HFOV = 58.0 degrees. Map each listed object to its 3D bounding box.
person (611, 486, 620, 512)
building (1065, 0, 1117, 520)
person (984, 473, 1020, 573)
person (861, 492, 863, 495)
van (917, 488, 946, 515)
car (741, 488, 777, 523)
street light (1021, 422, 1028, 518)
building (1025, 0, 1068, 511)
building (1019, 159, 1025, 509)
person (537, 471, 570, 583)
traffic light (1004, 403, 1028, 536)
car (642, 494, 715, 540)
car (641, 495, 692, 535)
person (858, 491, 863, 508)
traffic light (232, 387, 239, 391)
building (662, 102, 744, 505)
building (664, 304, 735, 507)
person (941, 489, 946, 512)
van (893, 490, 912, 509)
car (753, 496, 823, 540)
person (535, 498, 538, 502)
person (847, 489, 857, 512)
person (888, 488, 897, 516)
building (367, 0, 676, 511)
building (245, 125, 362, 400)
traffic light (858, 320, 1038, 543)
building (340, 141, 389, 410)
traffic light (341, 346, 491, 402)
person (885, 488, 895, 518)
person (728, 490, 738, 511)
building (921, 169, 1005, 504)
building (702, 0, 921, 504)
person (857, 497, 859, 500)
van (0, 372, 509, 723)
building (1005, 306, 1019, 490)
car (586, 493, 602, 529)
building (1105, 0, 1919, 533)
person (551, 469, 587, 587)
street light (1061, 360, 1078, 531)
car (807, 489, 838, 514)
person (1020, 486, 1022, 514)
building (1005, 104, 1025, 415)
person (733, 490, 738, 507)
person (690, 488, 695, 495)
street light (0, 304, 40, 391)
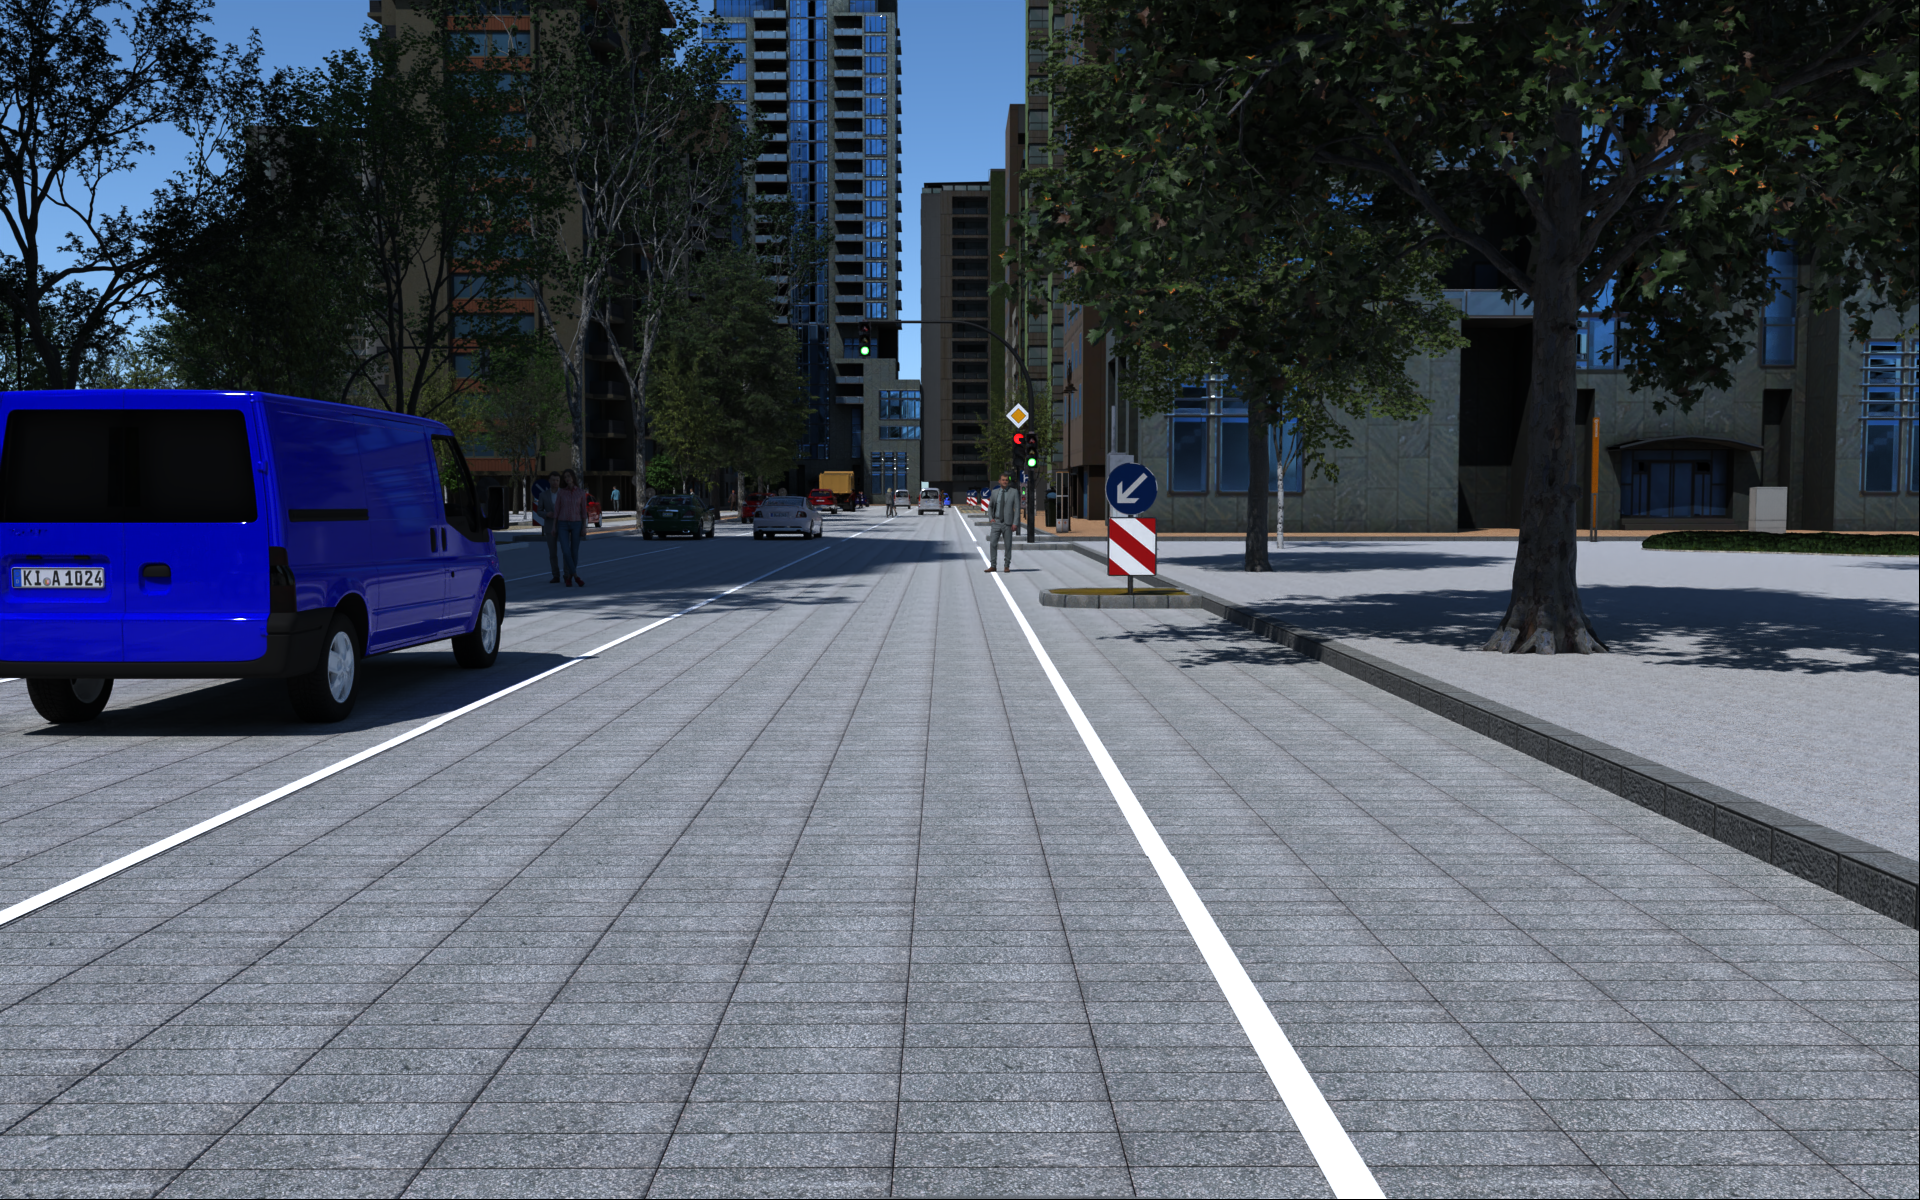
[{"bbox_3d":[-24.233,-7.093,121.867,0.638,1.841,0.748,-1,4,-11],"label":"person"},{"bbox_3d":[12.806,-26.911,90.106,14.600,45.320,14.200,0,4,0],"label":"building"},{"bbox_3d":[0.783,-1.414,31.711,0.635,1.810,0.391,1,4,11],"label":"person"},{"bbox_3d":[-11.418,-11.727,201.173,0.436,1.711,0.756,2,4,24],"label":"person"},{"bbox_3d":[-1.996,-6.855,119.091,2.013,2.044,4.112,0,4,1],"label":"van"},{"bbox_3d":[-9.741,-4.703,85.929,2.155,1.783,4.494,0,4,1],"label":"car"},{"bbox_3d":[3.508,-7.398,93.750,0.468,5.910,1.993,0,4,0],"label":"street light"},{"bbox_3d":[12.114,-27.781,137.821,14.154,41.232,14.086,0,4,0],"label":"building"},{"bbox_3d":[12.094,-23.273,152.220,14.160,30.474,14.107,0,4,0],"label":"building"},{"bbox_3d":[-6.483,-1.170,27.825,0.606,1.804,0.583,-1,4,-15],"label":"person"},{"bbox_3d":[1.782,-3.949,53.486,0.839,4.253,0.868,0,4,0],"label":"traffic light"},{"bbox_3d":[-8.992,-2.671,55.461,2.131,1.459,4.920,0,4,-1],"label":"car"},{"bbox_3d":[-10.198,-3.040,61.703,2.014,1.417,4.499,0,4,1],"label":"car"},{"bbox_3d":[-10.181,-10.227,176.628,0.530,1.710,0.541,0,4,1],"label":"person"},{"bbox_3d":[-18.921,-3.451,45.338,0.839,4.253,0.868,0,4,0],"label":"traffic light"},{"bbox_3d":[-32.140,-33.312,194.761,14.200,45.320,14.600,0,4,0],"label":"building"},{"bbox_3d":[-38.111,-20.036,172.620,27.650,21.520,28.899,0,4,0],"label":"building"},{"bbox_3d":[-1.417,-8.105,141.116,0.705,1.812,1.348,1,4,17],"label":"person"},{"bbox_3d":[-5.591,-9.786,167.009,2.013,2.044,4.112,0,4,-2],"label":"van"},{"bbox_3d":[-5.511,-2.649,55.672,2.083,1.381,4.827,0,4,1],"label":"car"},{"bbox_3d":[-24.323,-5.704,99.650,0.444,1.785,0.601,1,4,10],"label":"person"},{"bbox_3d":[-8.552,-7.940,138.286,0.705,1.831,1.348,2,4,32],"label":"person"},{"bbox_3d":[-4.485,-6.488,114.603,0.654,1.822,0.581,2,4,33],"label":"person"},{"bbox_3d":[-35.459,-29.843,142.559,22.147,44.769,28.867,0,4,0],"label":"building"},{"bbox_3d":[-70.428,-31.292,195.218,14.086,41.232,14.154,0,4,0],"label":"building"},{"bbox_3d":[-0.252,-4.323,45.345,4.771,5.953,1.251,0,4,0],"label":"traffic light"},{"bbox_3d":[-51.170,-30.194,185.557,23.993,40.220,32.217,0,4,0],"label":"building"},{"bbox_3d":[-16.887,-4.814,53.373,4.771,5.953,1.251,0,4,0],"label":"traffic light"},{"bbox_3d":[-4.243,-5.858,104.457,0.526,1.800,0.537,-3,5,-44],"label":"person"},{"bbox_3d":[-18.698,-8.209,143.274,0.990,1.755,0.434,-2,4,-26],"label":"person"},{"bbox_3d":[2.001,-32.826,220.292,14.086,41.232,14.154,0,4,0],"label":"building"},{"bbox_3d":[-20.576,-55.662,222.740,31.000,86.520,22.319,0,4,0],"label":"building"},{"bbox_3d":[-9.608,-8.834,153.023,1.350,1.814,0.705,-1,4,-9],"label":"person"},{"bbox_3d":[-4.805,-0.497,12.516,2.240,2.365,5.245,0,4,0],"label":"van"},{"bbox_3d":[18.838,-20.120,174.004,27.650,21.520,28.899,0,4,0],"label":"building"},{"bbox_3d":[-16.250,-3.886,72.579,2.155,1.783,4.494,0,4,0],"label":"car"},{"bbox_3d":[21.396,-46.067,65.867,31.000,86.520,22.319,0,4,0],"label":"building"},{"bbox_3d":[-6.048,-1.118,26.786,0.555,1.821,0.388,-1,4,-19],"label":"person"},{"bbox_3d":[3.772,-5.323,59.819,0.468,5.910,1.993,0,4,0],"label":"street light"},{"bbox_3d":[-9.936,-7.109,124.899,2.281,1.827,5.304,0,4,-2],"label":"car"},{"bbox_3d":[3.879,-6.549,112.921,0.447,1.846,0.655,1,4,17],"label":"person"},{"bbox_3d":[12.222,-33.340,195.226,14.600,45.320,14.200,0,4,0],"label":"building"},{"bbox_3d":[-22.080,-9.955,169.605,0.445,1.727,0.742,3,4,37],"label":"person"},{"bbox_3d":[-18.718,-6.887,121.059,0.622,1.834,0.822,3,5,39],"label":"person"},{"bbox_3d":[-20.915,-4.023,38.571,0.468,5.910,1.993,0,4,0],"label":"street light"}]
